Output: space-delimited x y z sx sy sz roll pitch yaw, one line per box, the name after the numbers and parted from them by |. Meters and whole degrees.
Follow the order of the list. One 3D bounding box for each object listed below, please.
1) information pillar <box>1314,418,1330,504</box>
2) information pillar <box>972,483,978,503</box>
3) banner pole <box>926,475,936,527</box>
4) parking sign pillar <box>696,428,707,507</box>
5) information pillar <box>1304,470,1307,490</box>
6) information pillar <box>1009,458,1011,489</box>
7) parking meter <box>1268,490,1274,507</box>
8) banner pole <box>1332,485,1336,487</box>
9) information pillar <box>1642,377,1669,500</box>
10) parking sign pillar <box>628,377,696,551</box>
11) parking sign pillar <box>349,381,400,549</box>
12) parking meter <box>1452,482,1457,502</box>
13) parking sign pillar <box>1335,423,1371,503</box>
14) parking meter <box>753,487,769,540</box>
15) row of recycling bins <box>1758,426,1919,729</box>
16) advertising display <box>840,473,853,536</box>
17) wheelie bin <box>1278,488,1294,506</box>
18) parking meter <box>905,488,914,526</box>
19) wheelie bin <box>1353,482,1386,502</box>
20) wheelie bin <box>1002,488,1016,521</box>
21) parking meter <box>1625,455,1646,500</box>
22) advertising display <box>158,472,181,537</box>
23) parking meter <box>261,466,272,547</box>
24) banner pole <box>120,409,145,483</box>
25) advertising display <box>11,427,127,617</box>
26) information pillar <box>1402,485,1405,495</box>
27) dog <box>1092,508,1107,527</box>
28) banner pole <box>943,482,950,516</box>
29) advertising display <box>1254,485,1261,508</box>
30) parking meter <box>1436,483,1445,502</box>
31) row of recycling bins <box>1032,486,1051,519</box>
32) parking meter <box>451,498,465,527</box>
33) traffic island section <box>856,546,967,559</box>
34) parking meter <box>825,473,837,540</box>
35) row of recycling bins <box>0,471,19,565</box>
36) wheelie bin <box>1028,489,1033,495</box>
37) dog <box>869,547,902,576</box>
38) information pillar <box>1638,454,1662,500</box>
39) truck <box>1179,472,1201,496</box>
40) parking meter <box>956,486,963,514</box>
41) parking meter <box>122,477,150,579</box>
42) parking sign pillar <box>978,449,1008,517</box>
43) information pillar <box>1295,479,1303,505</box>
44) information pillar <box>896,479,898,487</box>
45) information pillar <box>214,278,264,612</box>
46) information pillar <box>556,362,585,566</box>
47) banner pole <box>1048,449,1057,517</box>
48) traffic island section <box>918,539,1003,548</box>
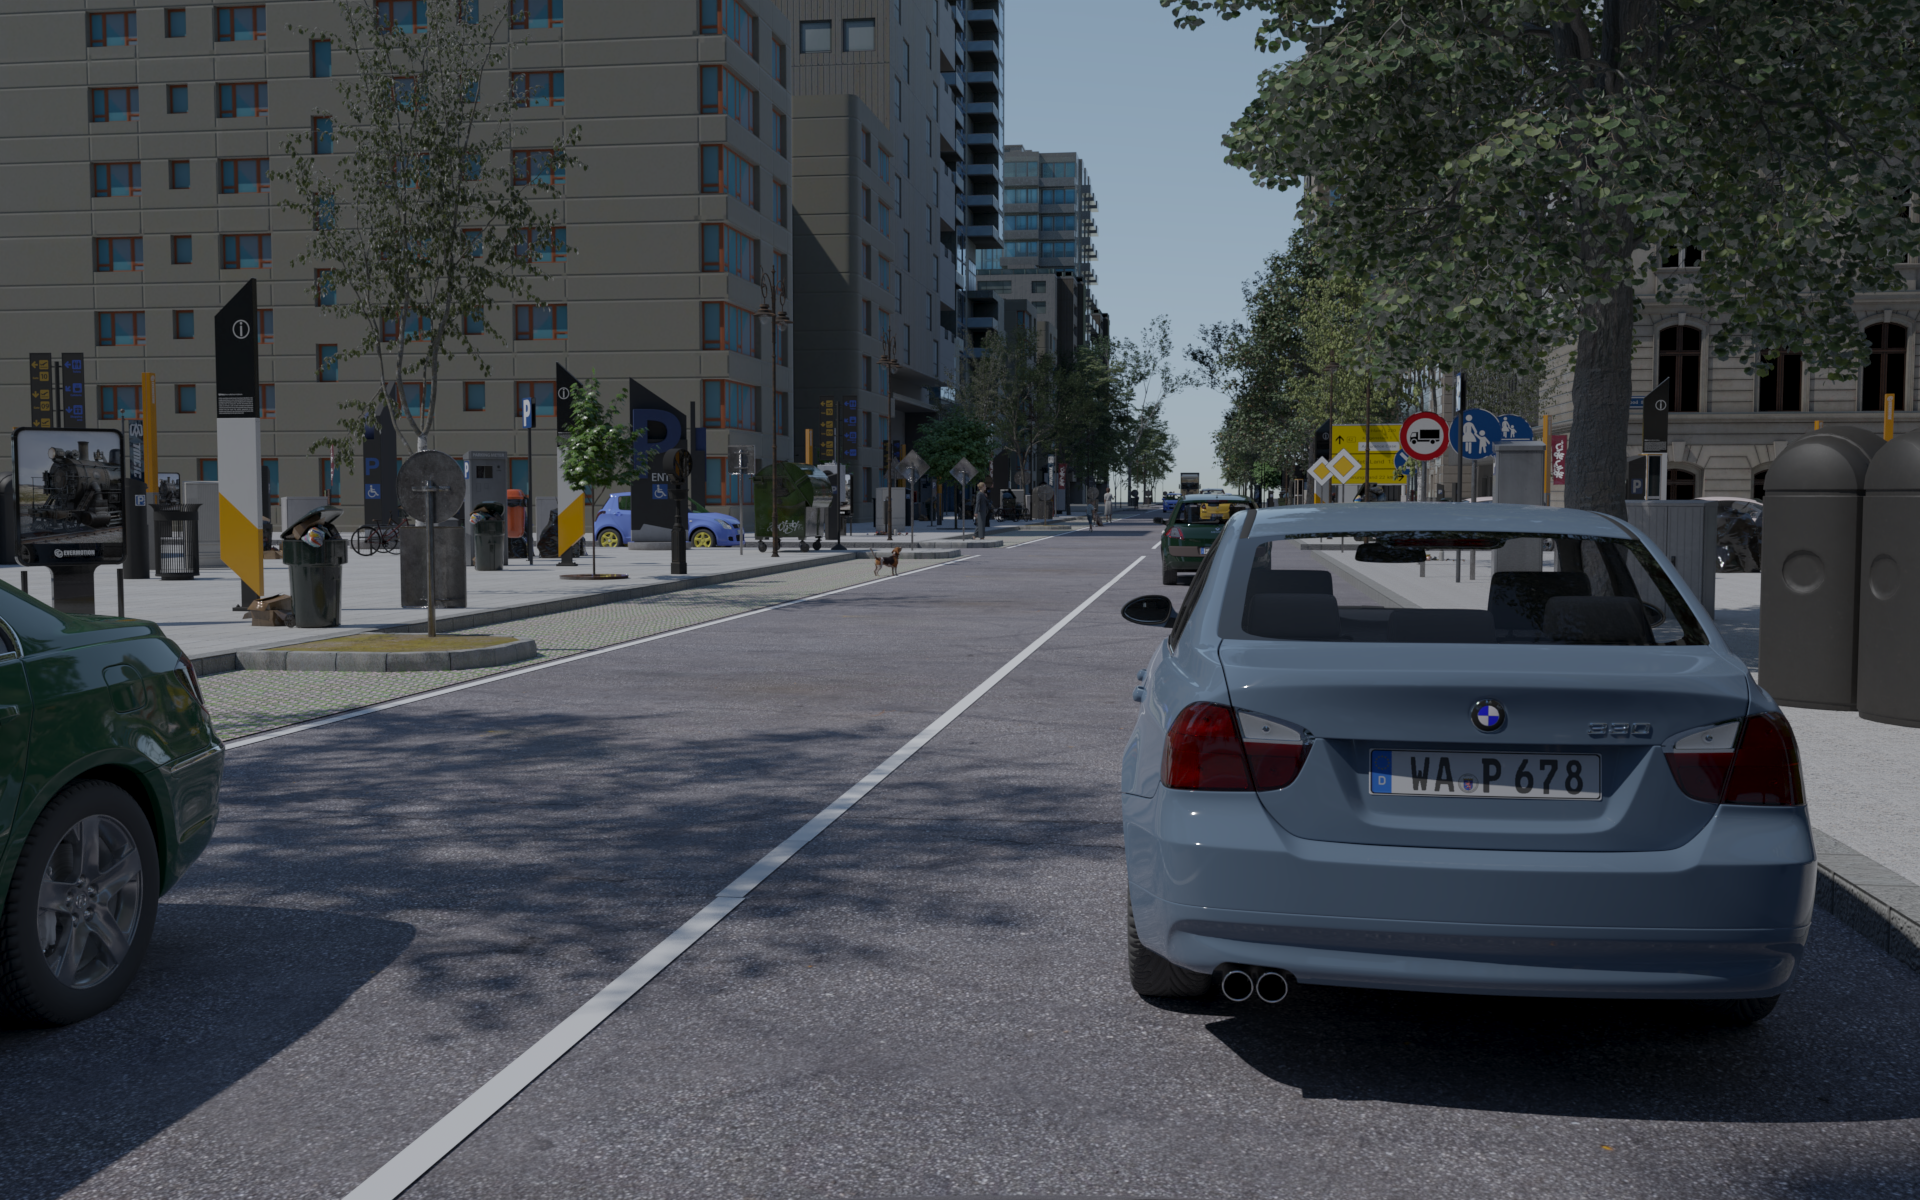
11.192 -3.799 53.468 0.504 3.616 0.183 -1 4 -17 | information pillar
0.943 -6.431 109.640 0.304 2.012 0.304 -3 5 -44 | information pillar
-1.207 -4.810 68.658 0.401 3.779 0.863 -1 4 -22 | banner pole
-7.726 -3.825 51.014 1.447 3.967 1.447 -1 4 -9 | parking sign pillar
23.788 -7.850 119.703 0.183 3.616 0.504 -2 4 -27 | information pillar
3.228 -7.404 112.408 0.183 3.616 0.504 1 4 8 | information pillar
18.145 -5.664 101.011 0.372 1.533 0.369 0 3 0 | parking meter
14.278 -4.649 66.032 0.401 3.779 0.863 -1 4 -20 | banner pole
14.003 -2.663 34.897 0.504 3.616 0.183 1 4 8 | information pillar
-6.935 -3.145 39.899 1.447 3.967 1.447 -1 4 -13 | parking sign pillar
-13.611 -3.192 40.666 1.447 3.967 1.447 0 4 -2 | parking sign pillar
24.774 -4.941 86.488 0.399 1.863 0.255 -2 4 -33 | parking meter
14.536 -4.616 63.946 1.447 3.967 1.447 1 4 14 | parking sign pillar
-5.558 -2.614 48.450 0.399 1.863 0.255 1 4 20 | parking meter
5.720 -0.132 9.264 1.069 1.692 3.534 -1 4 -18 | row of recycling bins
-3.658 -2.937 53.241 0.974 1.923 0.123 3 5 41 | advertising display
18.080 -5.397 96.143 0.693 1.594 0.980 -3 4 -37 | wheelie bin
-2.030 -3.712 69.096 0.372 1.533 0.369 0 3 0 | parking meter
11.117 -2.386 46.920 0.980 1.594 0.693 -3 5 -42 | wheelie bin
2.368 -4.649 83.921 0.693 1.594 0.980 0 4 -6 | wheelie bin
10.045 -1.241 26.007 0.399 1.863 0.255 -2 4 -24 | parking meter
-23.584 -2.822 51.361 0.123 1.923 0.974 2 4 33 | advertising display
-14.387 -1.838 35.768 0.255 1.863 0.399 -1 4 -15 | parking meter
-24.466 -3.742 51.193 0.401 3.779 0.863 3 5 41 | banner pole
-8.649 -0.712 16.850 0.974 1.923 0.123 -3 4 -39 | advertising display
21.993 -5.781 85.876 0.183 3.616 0.504 0 4 3 | information pillar
6.162 -3.631 76.207 0.800 0.831 0.513 0 4 4 | dog
-1.010 -6.943 103.542 0.863 3.779 0.401 1 4 21 | banner pole
20.421 -6.955 118.927 0.123 1.923 0.974 -1 4 -10 | advertising display
25.685 -5.313 92.571 0.399 1.863 0.255 2 4 23 | parking meter
4.304 -5.146 91.243 1.069 1.692 3.534 0 4 4 | row of recycling bins
-11.821 -1.986 40.878 0.372 1.533 0.369 0 3 0 | parking meter
-1.104 -1.040 39.290 2.009 0.180 2.903 1 4 8 | traffic island section
-3.577 -2.602 48.253 0.399 1.863 0.255 -2 4 -27 | parking meter
-18.578 -1.467 31.092 3.534 1.692 1.069 -2 4 -25 | row of recycling bins
4.849 -6.471 113.708 0.980 1.594 0.693 -2 4 -24 | wheelie bin
-1.286 -0.666 30.177 0.406 0.507 0.540 1 4 21 | dog
12.657 -1.672 31.824 0.304 2.012 0.304 -1 4 -11 | information pillar
30.106 -14.549 226.787 2.839 4.237 11.283 0 4 8 | truck
-0.015 -6.539 112.615 0.399 1.863 0.255 -3 4 -39 | parking meter
-12.466 -1.086 26.171 0.372 1.533 0.369 0 3 0 | parking meter
2.110 -6.721 98.366 1.447 3.967 1.447 -3 4 -37 | parking sign pillar
16.786 -4.975 85.828 0.304 2.012 0.304 -1 4 -19 | information pillar
-2.925 -4.763 82.362 0.304 2.012 0.304 1 4 16 | information pillar
-7.854 -1.685 18.902 0.504 3.616 0.183 1 4 12 | information pillar
-6.904 -2.404 30.662 0.504 3.616 0.183 1 4 10 | information pillar
5.162 -6.493 96.175 0.401 3.779 0.863 -3 5 -42 | banner pole
0.078 -1.523 47.187 2.009 0.180 2.903 1 4 8 | traffic island section
